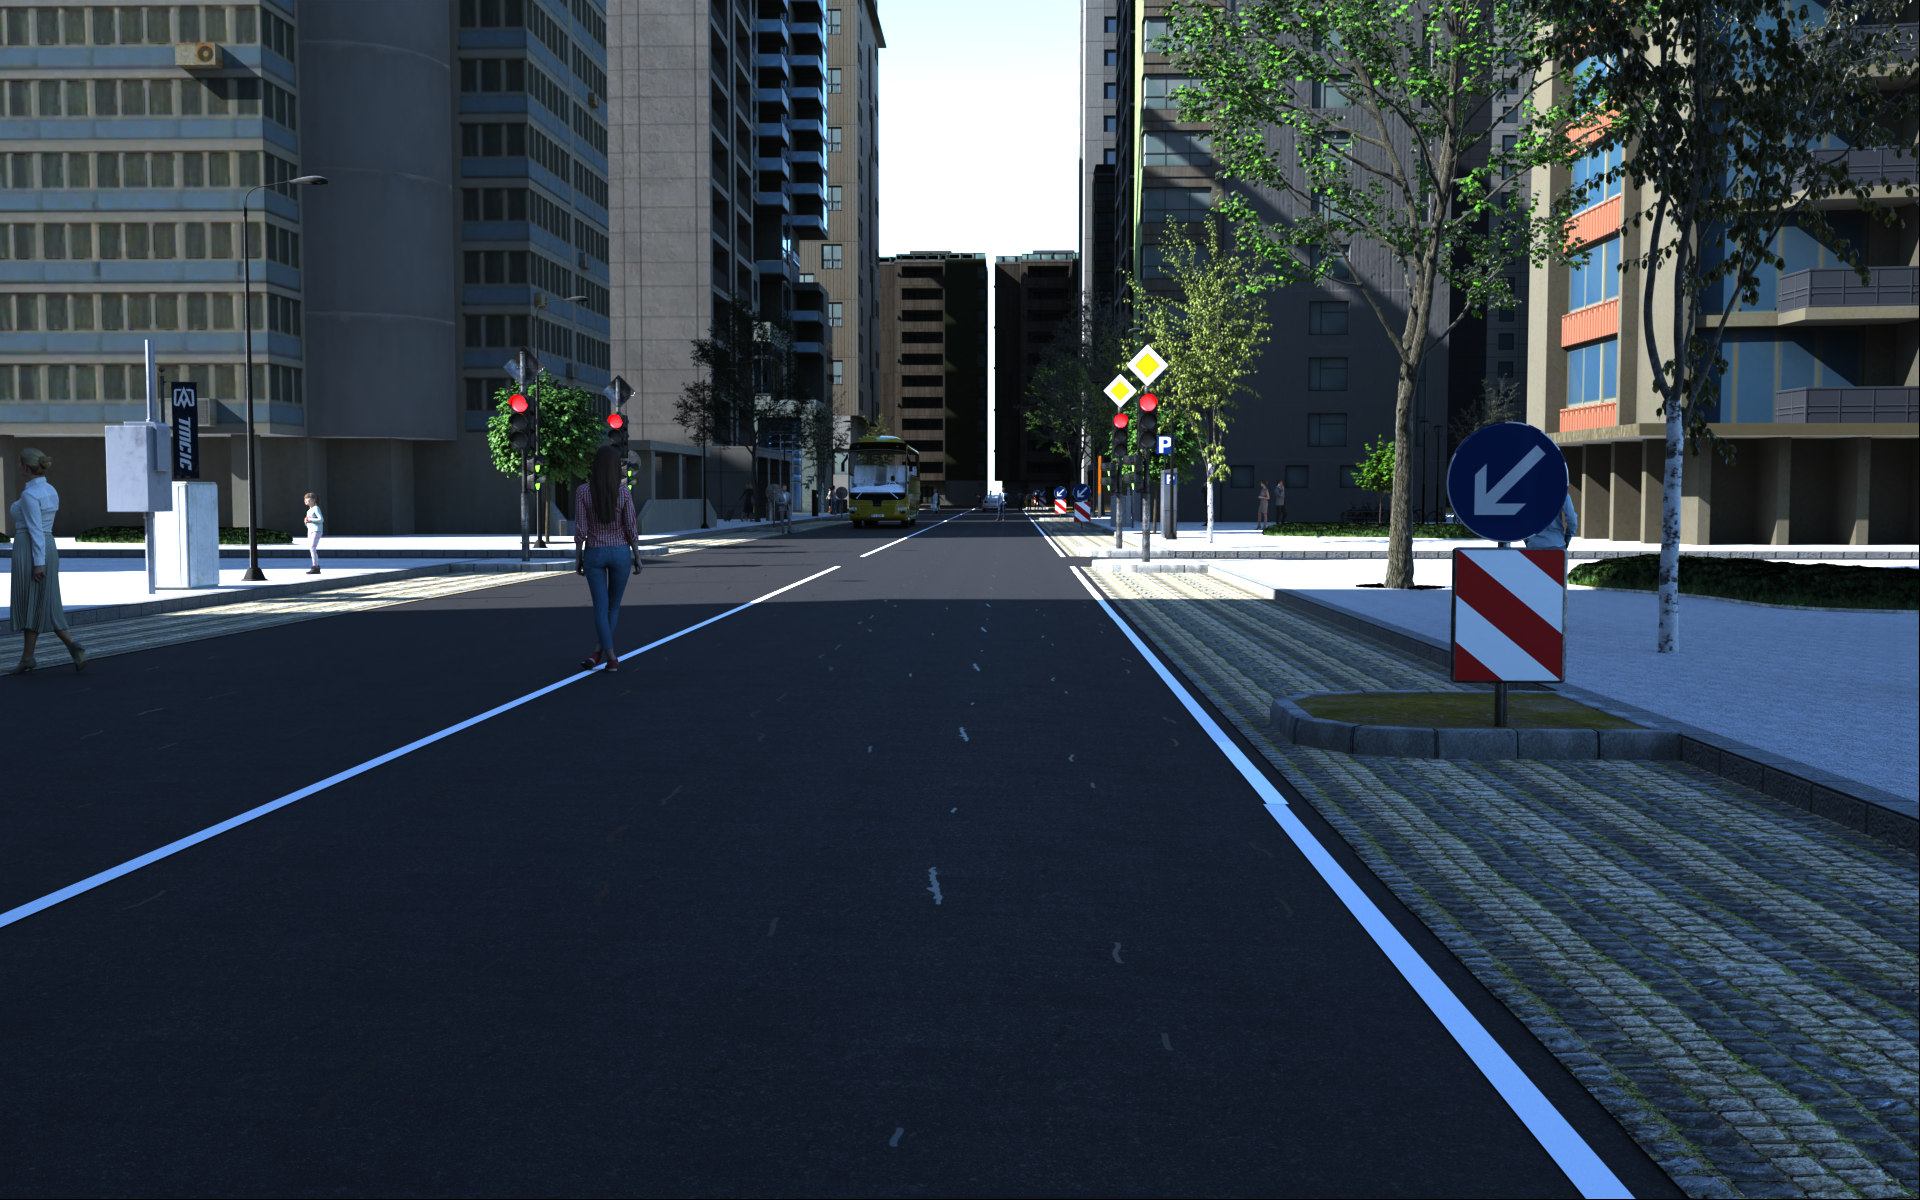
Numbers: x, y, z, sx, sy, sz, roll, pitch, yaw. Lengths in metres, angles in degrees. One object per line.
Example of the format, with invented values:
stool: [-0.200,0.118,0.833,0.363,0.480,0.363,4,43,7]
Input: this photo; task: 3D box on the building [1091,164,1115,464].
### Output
building: [18.634,-23.395,154.202,14.160,30.474,14.107,0,4,2]

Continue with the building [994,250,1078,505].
building: [11.043,-26.688,208.054,14.107,30.474,14.160,0,4,2]

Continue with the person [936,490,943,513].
person: [-1.598,-7.348,129.352,0.721,1.735,1.217,2,4,31]

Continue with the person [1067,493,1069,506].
person: [11.219,-10.418,179.642,0.557,1.426,1.065,0,4,3]

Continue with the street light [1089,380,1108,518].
street light: [6.036,-6.011,70.821,1.470,5.913,1.316,0,4,2]

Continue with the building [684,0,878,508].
building: [-20.900,-47.247,210.743,20.611,71.187,20.563,0,4,2]

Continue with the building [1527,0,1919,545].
building: [31.255,-24.255,51.193,28.867,44.769,22.147,0,4,2]

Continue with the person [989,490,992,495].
person: [3.092,-10.060,172.965,0.705,1.826,1.348,0,4,-4]

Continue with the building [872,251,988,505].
building: [-3.634,-26.714,208.482,14.107,30.474,14.160,0,4,2]

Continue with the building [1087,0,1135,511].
building: [20.806,-42.636,135.355,20.563,71.187,20.611,0,4,2]

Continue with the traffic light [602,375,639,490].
traffic light: [-8.035,-3.179,40.895,0.839,4.253,0.868,0,4,2]

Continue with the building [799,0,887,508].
building: [-22.128,-35.869,175.697,27.495,52.752,28.713,0,4,2]

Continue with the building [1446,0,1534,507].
building: [47.340,-45.177,176.897,20.611,71.187,20.563,0,4,2]

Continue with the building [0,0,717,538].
building: [-25.809,-22.519,60.071,32.217,40.220,23.993,0,4,2]

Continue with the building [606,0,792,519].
building: [-20.351,-40.284,96.896,20.563,71.187,20.611,0,4,2]

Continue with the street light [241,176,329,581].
street light: [-9.917,-3.237,25.467,1.470,5.913,1.316,0,4,2]

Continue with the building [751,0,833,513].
building: [-20.520,-50.082,131.508,22.319,86.520,31.000,0,4,2]

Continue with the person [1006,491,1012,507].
person: [5.213,-11.183,192.046,1.217,1.736,0.721,2,4,28]

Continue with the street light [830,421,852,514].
street light: [-7.527,-8.374,109.450,1.470,5.913,1.316,0,4,2]

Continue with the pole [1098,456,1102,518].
pole: [7.451,-6.021,92.286,0.158,3.312,0.155,0,3,0]

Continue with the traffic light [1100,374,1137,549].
traffic light: [3.722,-3.159,40.577,0.839,4.253,0.868,0,4,2]

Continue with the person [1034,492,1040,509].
person: [6.717,-8.615,150.822,0.415,1.643,0.593,3,5,42]

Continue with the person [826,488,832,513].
person: [-8.984,-6.841,118.681,0.721,1.735,1.217,1,4,9]

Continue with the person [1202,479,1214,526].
person: [9.924,-3.920,69.505,0.474,1.900,0.648,1,4,11]

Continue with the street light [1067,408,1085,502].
street light: [6.692,-7.387,93.313,1.470,5.913,1.316,0,4,2]

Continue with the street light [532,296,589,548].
street light: [-9.416,-4.178,40.853,1.470,5.913,1.316,0,4,2]

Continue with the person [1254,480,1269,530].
person: [10.769,-3.384,61.719,0.374,1.781,0.599,-1,4,-16]

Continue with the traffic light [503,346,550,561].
traffic light: [-8.262,-2.691,32.913,0.839,4.253,0.868,0,4,2]

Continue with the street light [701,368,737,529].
street light: [-8.923,-5.599,64.083,1.470,5.913,1.316,0,4,2]

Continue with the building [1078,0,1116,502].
building: [22.453,-38.677,174.367,21.231,58.520,28.212,0,4,2]

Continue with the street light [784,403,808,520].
street light: [-8.306,-7.019,87.299,1.470,5.913,1.316,0,4,2]

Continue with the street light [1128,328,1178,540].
street light: [5.420,-4.656,48.665,1.470,5.913,1.316,0,4,2]

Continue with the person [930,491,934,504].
person: [-2.598,-10.032,173.233,1.217,1.735,0.721,-3,5,-45]

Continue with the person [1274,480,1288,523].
person: [11.565,-3.432,62.344,0.592,1.802,0.473,-3,5,-43]

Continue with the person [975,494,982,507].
person: [1.978,-10.757,187.561,0.799,1.438,0.628,-2,4,-34]

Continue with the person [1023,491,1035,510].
person: [6.065,-8.773,152.639,1.217,1.736,0.721,2,4,27]

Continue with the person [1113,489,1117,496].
person: [6.847,-4.303,76.405,0.388,1.821,0.555,-1,4,-20]

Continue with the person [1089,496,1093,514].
person: [8.553,-6.241,113.580,0.738,1.151,1.012,-1,4,-22]

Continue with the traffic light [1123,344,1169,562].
traffic light: [3.495,-2.671,32.595,0.839,4.253,0.868,0,4,2]

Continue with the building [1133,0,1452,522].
building: [15.437,-24.514,84.399,14.154,41.232,14.086,0,4,2]

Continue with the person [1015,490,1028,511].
person: [5.249,-8.597,149.152,1.350,1.814,0.705,3,5,40]

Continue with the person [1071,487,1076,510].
person: [9.048,-7.973,136.273,0.709,1.838,0.599,-1,4,-12]

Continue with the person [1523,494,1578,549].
person: [5.396,-0.495,15.940,0.589,1.601,0.330,3,5,40]
